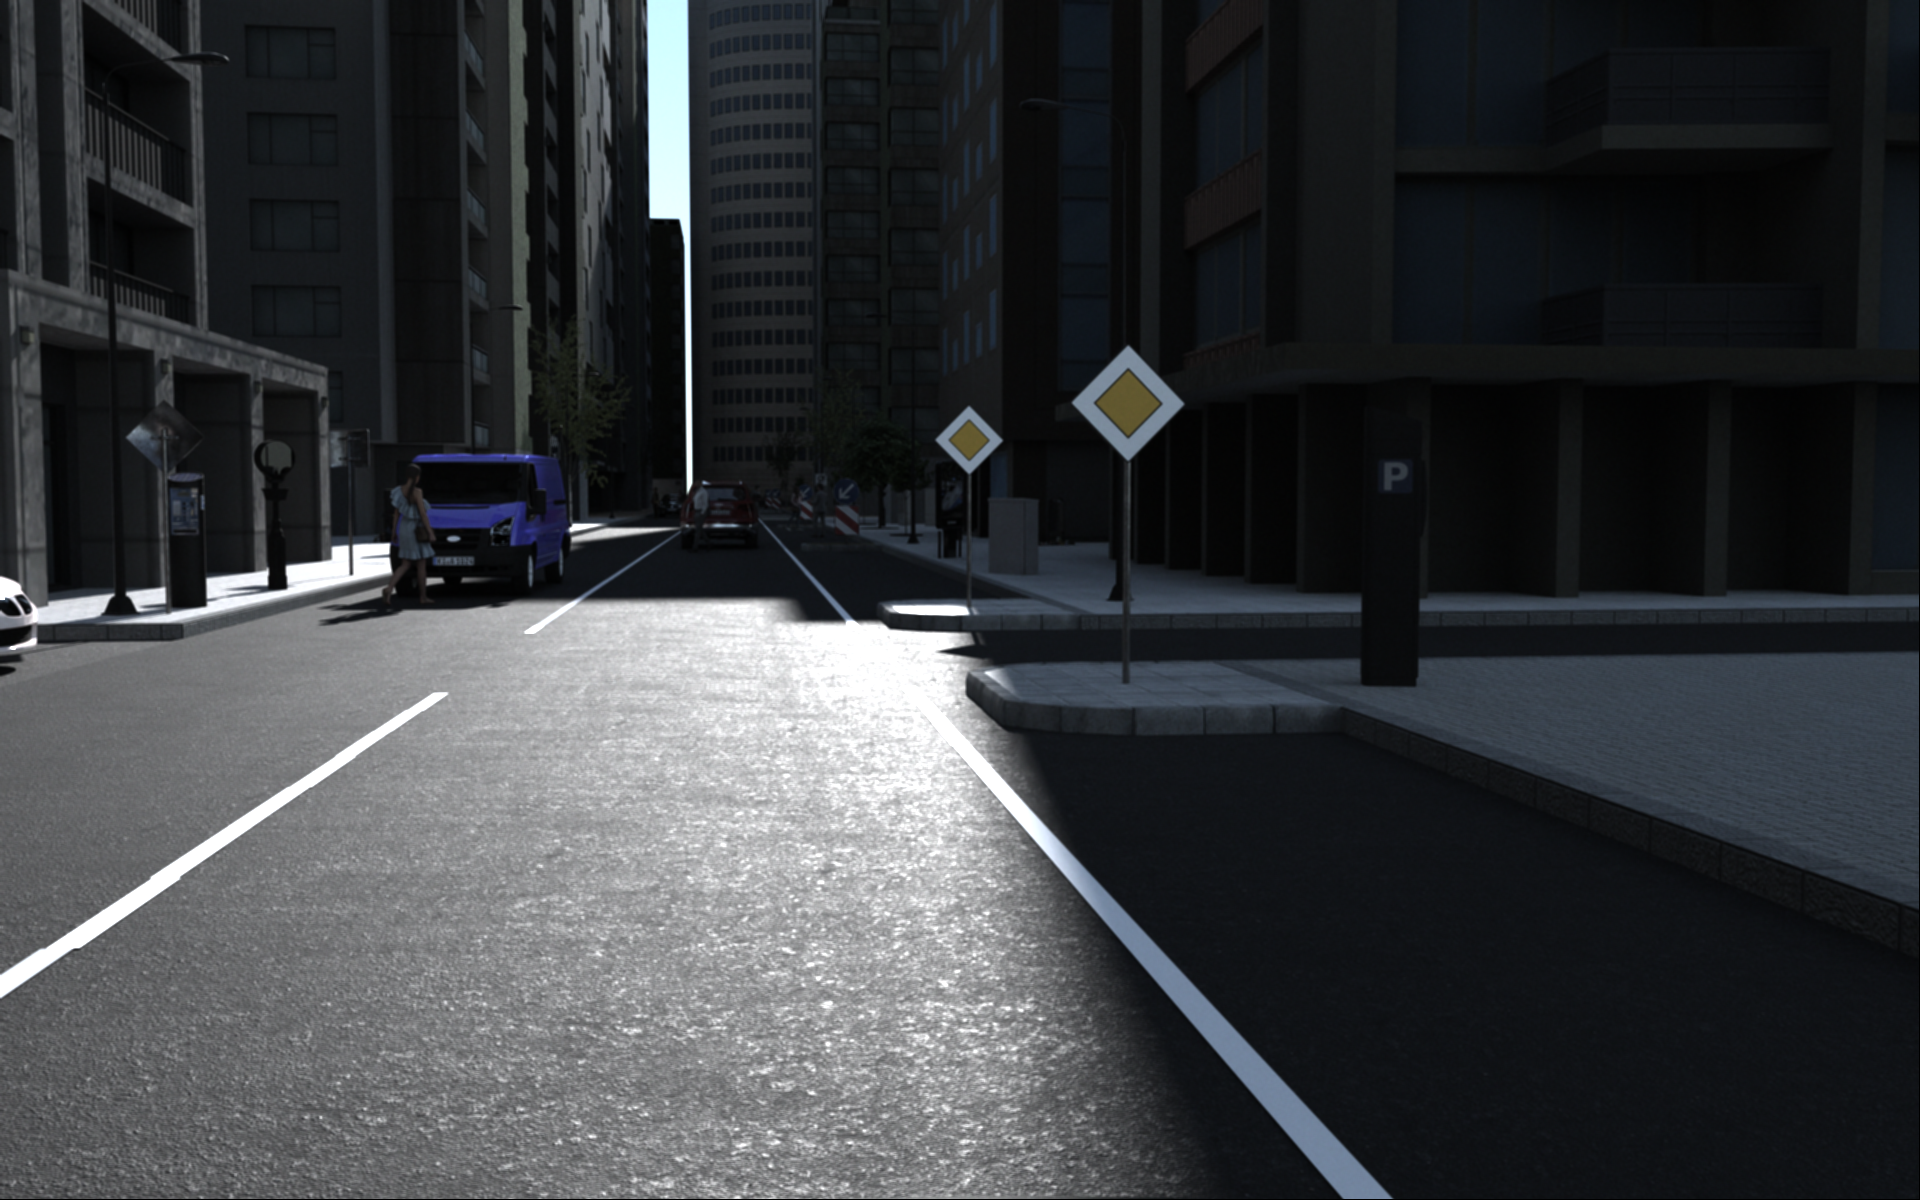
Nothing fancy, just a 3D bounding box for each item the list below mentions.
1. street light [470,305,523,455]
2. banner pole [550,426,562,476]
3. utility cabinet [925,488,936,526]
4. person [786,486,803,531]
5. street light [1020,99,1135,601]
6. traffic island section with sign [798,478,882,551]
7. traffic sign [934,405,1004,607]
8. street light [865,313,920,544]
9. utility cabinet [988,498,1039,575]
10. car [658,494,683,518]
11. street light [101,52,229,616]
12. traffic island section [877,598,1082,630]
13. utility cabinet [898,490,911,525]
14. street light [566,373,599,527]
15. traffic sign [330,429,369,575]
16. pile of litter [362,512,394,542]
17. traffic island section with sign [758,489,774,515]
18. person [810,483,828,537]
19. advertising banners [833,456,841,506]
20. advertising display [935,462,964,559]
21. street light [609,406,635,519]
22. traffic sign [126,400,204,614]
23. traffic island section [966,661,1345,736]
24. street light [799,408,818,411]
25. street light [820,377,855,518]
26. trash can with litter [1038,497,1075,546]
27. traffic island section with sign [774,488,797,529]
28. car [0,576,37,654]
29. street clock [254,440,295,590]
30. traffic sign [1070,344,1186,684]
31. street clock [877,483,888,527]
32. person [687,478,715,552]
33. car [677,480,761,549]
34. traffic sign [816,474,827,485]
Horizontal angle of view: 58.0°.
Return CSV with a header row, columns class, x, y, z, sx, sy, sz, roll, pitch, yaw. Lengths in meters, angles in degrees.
class,x,y,z,sx,sy,sz,roll,pitch,yaw
street light,-11.457,-4.291,42.698,1.470,5.913,1.316,0,4,-7
banner pole,-14.816,-4.510,63.762,0.401,3.779,0.863,1,4,23
utility cabinet,-0.807,-3.671,68.694,1.173,1.500,0.318,0,4,-1
person,-6.458,-3.578,67.586,0.643,1.750,0.593,1,4,22
street light,1.397,-2.940,20.617,1.470,5.913,1.316,0,4,-7
traffic island section with sign,-3.058,-2.182,44.309,1.989,1.847,2.006,0,4,-7
traffic sign,0.099,-0.975,19.583,0.795,2.450,0.064,0,4,-7
street light,-1.750,-4.412,44.670,1.470,5.913,1.316,0,4,-7
utility cabinet,0.859,-1.015,27.759,0.306,1.237,1.020,-2,4,-33
car,-17.613,-5.918,106.540,2.009,1.686,4.222,0,4,-6
street light,-8.401,-2.800,18.328,1.470,5.913,1.316,0,4,-7
traffic island section,0.122,0.160,19.663,2.009,0.180,2.903,0,4,-7
utility cabinet,-2.269,-3.774,70.388,0.318,1.500,1.173,-1,4,-15
street light,-14.543,-5.751,66.568,1.470,5.913,1.316,0,4,-7
traffic sign,-9.628,-1.542,27.338,0.606,2.300,0.079,0,4,-1
pile of litter,-15.140,-1.983,46.387,1.719,0.858,1.176,1,4,23
traffic island section with sign,-12.985,-6.887,121.222,1.989,1.847,2.006,0,4,-7
person,-4.727,-2.997,57.701,0.583,1.804,0.606,2,4,34
advertising banners,-5.420,-4.931,76.812,0.090,3.025,2.074,0,4,4
advertising display,-0.202,-1.810,34.815,0.123,1.923,0.974,2,4,29
street light,-17.735,-7.236,90.853,1.470,5.913,1.316,0,4,-7
traffic sign,-8.477,-0.909,18.501,0.795,2.450,0.064,0,4,-7
traffic island section,1.143,0.645,11.743,2.009,0.180,2.903,0,4,-7
street light,-7.941,-7.384,93.272,1.470,5.913,1.316,0,4,-7
street light,-4.770,-5.898,68.980,1.470,5.913,1.316,0,4,-7
trash can with litter,2.047,-1.980,43.430,2.233,1.210,1.678,-3,4,-39
traffic island section with sign,-6.496,-3.818,71.045,1.989,1.847,2.006,0,4,-7
car,-9.934,-0.078,13.639,4.827,1.381,2.083,0,4,-7
street clock,-9.182,-1.142,23.248,0.471,2.002,0.358,-3,5,-42
traffic sign,1.121,-0.491,11.663,0.795,2.450,0.064,0,4,-7
street clock,-3.071,-3.907,68.441,0.358,2.002,0.471,3,4,37
person,-6.440,-2.098,42.897,0.850,1.850,0.679,-3,5,-40
car,-6.563,-2.357,47.217,2.281,1.827,5.304,0,4,-8
traffic sign,-6.958,-5.185,86.898,0.606,2.300,0.079,0,4,-4
